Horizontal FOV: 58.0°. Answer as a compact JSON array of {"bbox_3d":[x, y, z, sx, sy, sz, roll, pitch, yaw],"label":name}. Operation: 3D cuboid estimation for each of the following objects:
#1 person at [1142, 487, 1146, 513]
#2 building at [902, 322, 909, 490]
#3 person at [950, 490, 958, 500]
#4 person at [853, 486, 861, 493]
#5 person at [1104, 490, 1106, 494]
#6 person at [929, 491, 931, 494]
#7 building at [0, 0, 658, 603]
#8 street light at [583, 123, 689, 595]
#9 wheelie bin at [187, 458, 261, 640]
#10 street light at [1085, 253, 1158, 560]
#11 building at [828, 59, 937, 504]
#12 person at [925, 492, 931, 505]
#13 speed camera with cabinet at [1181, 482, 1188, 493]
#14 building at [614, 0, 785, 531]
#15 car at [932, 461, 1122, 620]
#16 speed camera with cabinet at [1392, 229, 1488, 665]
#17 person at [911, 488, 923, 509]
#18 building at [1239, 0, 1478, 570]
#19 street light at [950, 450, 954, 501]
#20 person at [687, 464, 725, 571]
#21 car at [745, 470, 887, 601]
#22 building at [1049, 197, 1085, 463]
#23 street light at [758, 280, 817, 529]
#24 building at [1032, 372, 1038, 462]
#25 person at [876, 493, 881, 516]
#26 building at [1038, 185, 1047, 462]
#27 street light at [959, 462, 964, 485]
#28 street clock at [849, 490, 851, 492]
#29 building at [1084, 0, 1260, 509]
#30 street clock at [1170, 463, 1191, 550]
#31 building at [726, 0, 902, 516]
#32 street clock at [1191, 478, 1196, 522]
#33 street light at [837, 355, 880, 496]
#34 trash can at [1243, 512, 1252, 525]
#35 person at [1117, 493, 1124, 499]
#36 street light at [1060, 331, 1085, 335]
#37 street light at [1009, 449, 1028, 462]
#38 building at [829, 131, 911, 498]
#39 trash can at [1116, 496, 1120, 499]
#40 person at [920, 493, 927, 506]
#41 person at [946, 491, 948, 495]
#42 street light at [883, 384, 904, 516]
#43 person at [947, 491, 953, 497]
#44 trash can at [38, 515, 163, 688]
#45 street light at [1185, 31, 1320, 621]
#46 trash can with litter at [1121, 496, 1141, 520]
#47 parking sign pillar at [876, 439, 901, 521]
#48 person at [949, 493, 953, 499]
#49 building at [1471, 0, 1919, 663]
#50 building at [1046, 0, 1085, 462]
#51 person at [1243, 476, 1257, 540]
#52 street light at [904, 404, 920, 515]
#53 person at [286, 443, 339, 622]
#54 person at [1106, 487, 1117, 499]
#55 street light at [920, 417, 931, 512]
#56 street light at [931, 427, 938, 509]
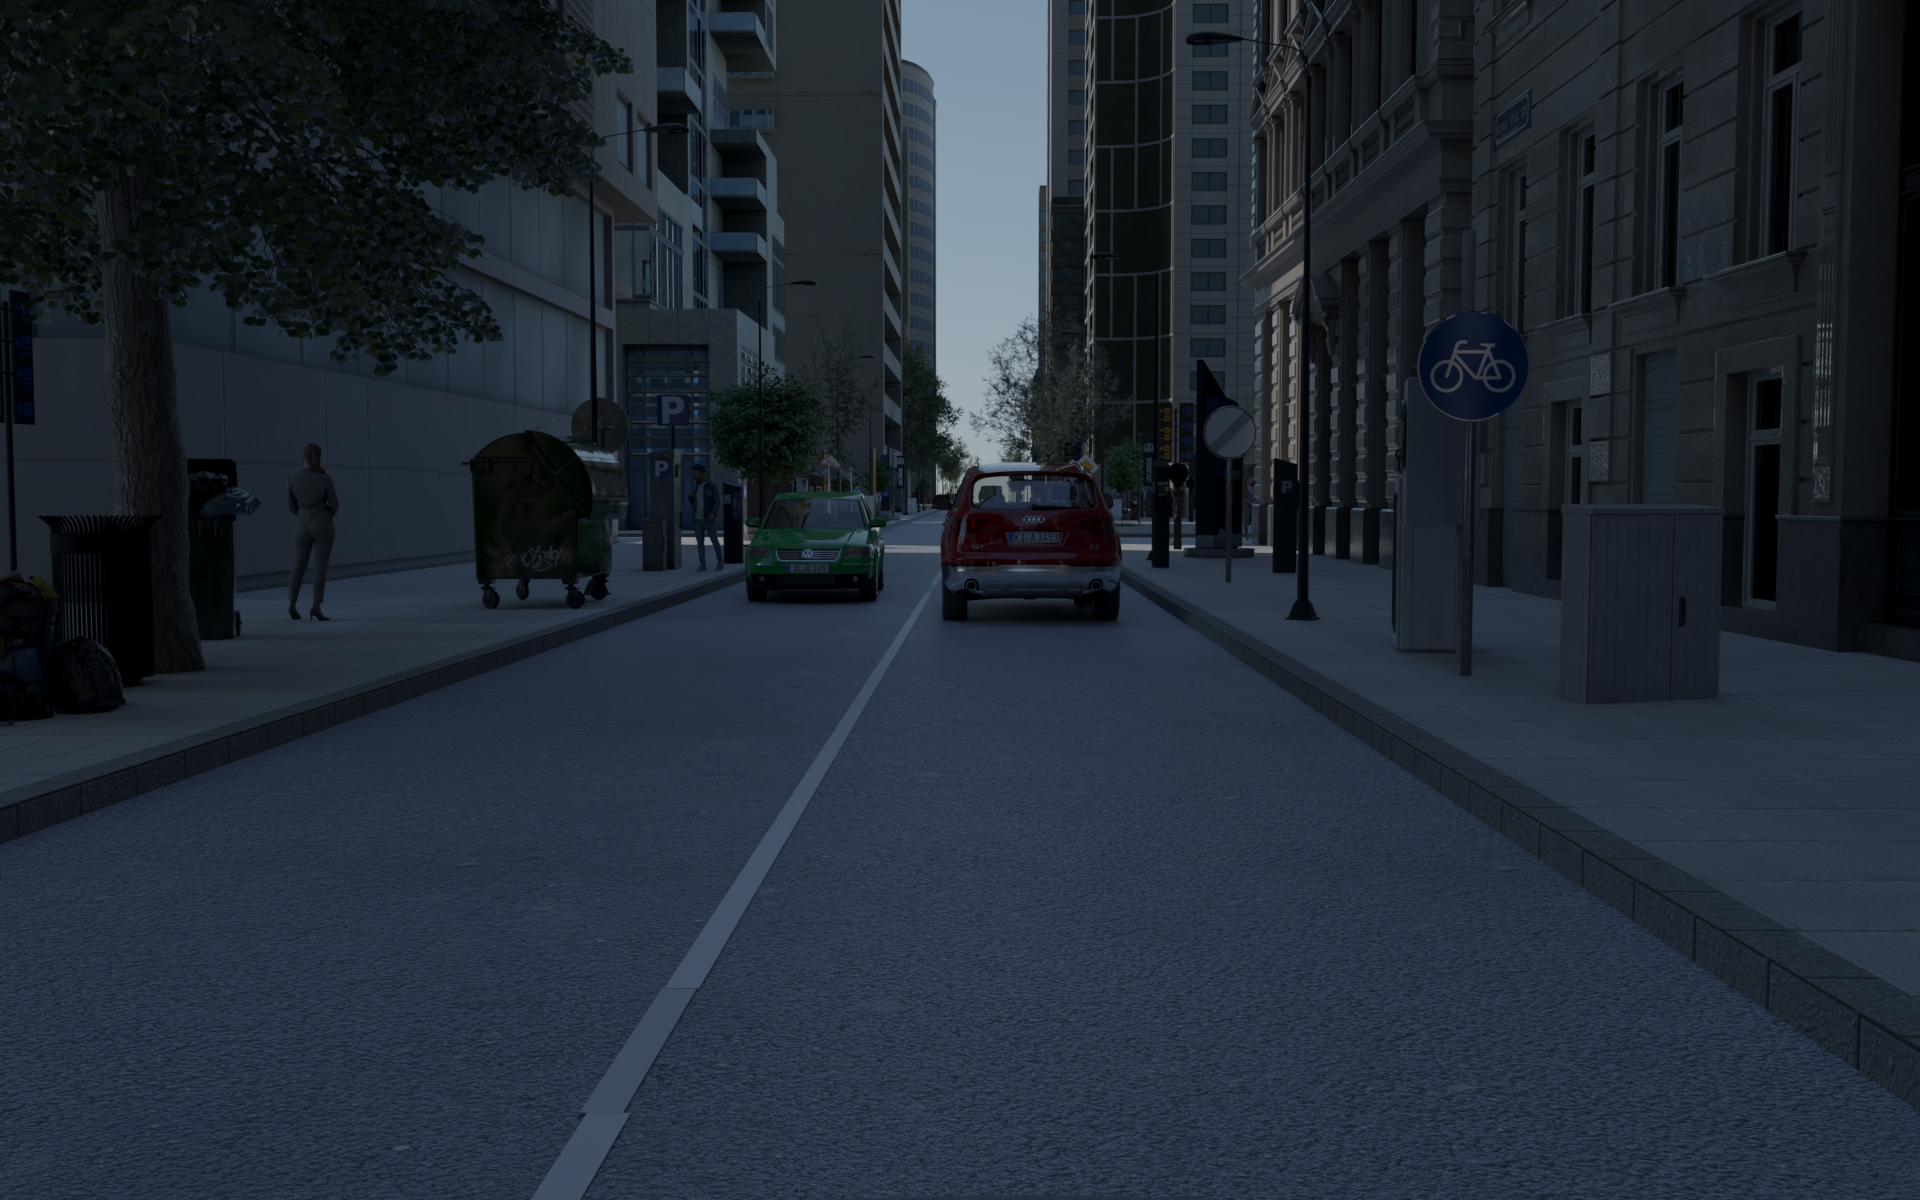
[{"bbox_3d":[12.881,-6.984,120.488,0.793,1.790,0.793,0,4,2],"label":"person"},{"bbox_3d":[-19.439,-19.818,169.062,27.650,21.520,28.899,0,4,1],"label":"building"},{"bbox_3d":[-0.213,-8.373,145.529,1.348,1.807,0.705,-1,4,-18],"label":"person"},{"bbox_3d":[-5.595,-5.376,93.800,0.638,1.841,0.748,-1,4,-12],"label":"person"},{"bbox_3d":[9.272,-6.496,112.646,0.661,1.777,0.834,1,4,9],"label":"person"},{"bbox_3d":[-3.873,-12.897,217.051,0.705,1.807,1.348,0,4,3],"label":"person"},{"bbox_3d":[-21.393,-27.137,32.934,27.495,52.752,28.713,0,4,1],"label":"building"},{"bbox_3d":[-4.094,-3.018,21.878,1.470,5.913,1.316,0,4,1],"label":"street light"},{"bbox_3d":[-6.723,-0.456,15.369,0.980,1.594,0.693,-1,4,-20],"label":"wheelie bin"},{"bbox_3d":[3.244,-3.727,33.486,1.470,5.913,1.316,0,4,1],"label":"street light"},{"bbox_3d":[-14.114,-42.251,232.802,21.231,58.520,28.212,0,4,1],"label":"building"},{"bbox_3d":[-3.671,-11.582,195.961,0.990,1.755,0.434,-2,4,-35],"label":"person"},{"bbox_3d":[16.262,-8.232,128.921,0.660,3.252,2.038,-3,5,-39],"label":"speed camera with cabinet"},{"bbox_3d":[-18.632,-46.539,73.586,22.319,86.520,31.000,0,4,1],"label":"building"},{"bbox_3d":[0.794,-0.765,21.188,2.281,1.827,5.304,0,3,0],"label":"car"},{"bbox_3d":[3.784,-1.190,13.789,0.660,3.252,2.038,1,4,12],"label":"speed camera with cabinet"},{"bbox_3d":[-3.730,-8.856,150.795,1.348,1.831,0.705,2,4,24],"label":"person"},{"bbox_3d":[12.187,-12.604,34.947,11.050,23.489,19.941,0,4,1],"label":"building"},{"bbox_3d":[-1.584,-11.830,165.963,1.470,5.913,1.316,0,4,1],"label":"street light"},{"bbox_3d":[-4.246,-1.371,28.800,0.623,1.781,0.721,1,4,13],"label":"person"},{"bbox_3d":[-2.002,-0.966,24.595,1.959,1.807,4.718,0,4,-1],"label":"car"},{"bbox_3d":[15.667,-24.375,170.237,14.160,30.474,14.107,0,4,1],"label":"building"},{"bbox_3d":[-3.805,-3.986,37.704,1.470,5.913,1.316,0,4,1],"label":"street light"},{"bbox_3d":[24.579,-24.967,253.249,27.650,21.520,28.899,0,4,1],"label":"building"},{"bbox_3d":[-4.493,-5.199,92.849,0.589,1.601,0.330,2,4,25],"label":"person"},{"bbox_3d":[17.412,-33.500,231.316,14.154,41.232,14.086,0,4,1],"label":"building"},{"bbox_3d":[-0.351,-15.956,233.412,1.470,5.913,1.316,0,4,1],"label":"street light"},{"bbox_3d":[-5.410,-4.915,84.931,0.471,2.002,0.358,3,5,39],"label":"street clock"},{"bbox_3d":[19.495,-43.630,151.599,20.563,71.187,20.611,0,4,1],"label":"building"},{"bbox_3d":[5.046,-2.173,40.103,0.471,2.002,0.358,1,4,9],"label":"street clock"},{"bbox_3d":[-14.853,-29.677,108.921,21.300,48.544,21.600,0,4,1],"label":"building"},{"bbox_3d":[10.589,-4.567,79.243,0.471,2.002,0.358,2,4,31],"label":"street clock"},{"bbox_3d":[-3.538,-5.220,57.888,1.470,5.913,1.316,0,4,1],"label":"street light"},{"bbox_3d":[11.838,-3.671,71.682,0.748,1.137,0.748,0,3,0],"label":"trash can"},{"bbox_3d":[12.716,-8.049,138.100,0.568,1.767,0.683,2,4,26],"label":"person"},{"bbox_3d":[3.537,-4.705,49.467,1.470,5.913,1.316,0,4,1],"label":"street light"},{"bbox_3d":[5.439,-11.590,162.039,1.470,5.913,1.316,0,4,1],"label":"street light"},{"bbox_3d":[-12.802,-30.961,189.800,14.154,41.232,14.086,0,4,1],"label":"building"},{"bbox_3d":[11.557,-7.173,128.932,0.748,1.137,0.748,0,3,0],"label":"trash can"},{"bbox_3d":[-4.203,-11.116,188.304,1.217,1.766,0.721,0,4,-2],"label":"person"},{"bbox_3d":[-2.079,-17.033,284.675,1.348,1.807,0.705,-1,4,-18],"label":"person"},{"bbox_3d":[-3.256,-6.172,73.449,1.470,5.913,1.316,0,4,1],"label":"street light"},{"bbox_3d":[-1.821,-16.915,282.558,1.348,1.831,0.705,-1,4,-10],"label":"person"},{"bbox_3d":[-5.726,0.005,11.579,0.748,1.137,0.748,0,3,0],"label":"trash can"},{"bbox_3d":[2.963,-2.753,17.547,1.470,5.913,1.316,0,4,1],"label":"street light"},{"bbox_3d":[8.315,-4.475,84.549,1.055,1.170,0.624,3,5,41],"label":"trash can with litter"},{"bbox_3d":[-3.629,-5.876,84.540,1.447,3.967,1.447,0,4,-2],"label":"parking sign pillar"},{"bbox_3d":[-1.338,-14.800,251.259,0.697,1.427,0.421,3,5,42],"label":"person"},{"bbox_3d":[12.725,-13.149,12.247,12.463,27.353,25.104,0,4,1],"label":"building"},{"bbox_3d":[20.005,-39.659,190.430,21.231,58.520,28.212,0,4,1],"label":"building"},{"bbox_3d":[8.142,-2.566,48.267,0.520,1.790,0.573,-3,5,-43],"label":"person"},{"bbox_3d":[-2.972,-7.140,89.282,1.470,5.913,1.316,0,4,1],"label":"street light"},{"bbox_3d":[-6.556,-0.687,17.557,0.520,1.790,0.573,-1,4,-17],"label":"person"},{"bbox_3d":[7.915,-5.171,90.688,0.694,1.812,0.767,-1,4,-11],"label":"person"},{"bbox_3d":[-2.698,-8.092,104.843,1.470,5.913,1.316,0,4,1],"label":"street light"},{"bbox_3d":[-2.329,-9.049,120.484,1.470,5.913,1.316,0,4,1],"label":"street light"}]
